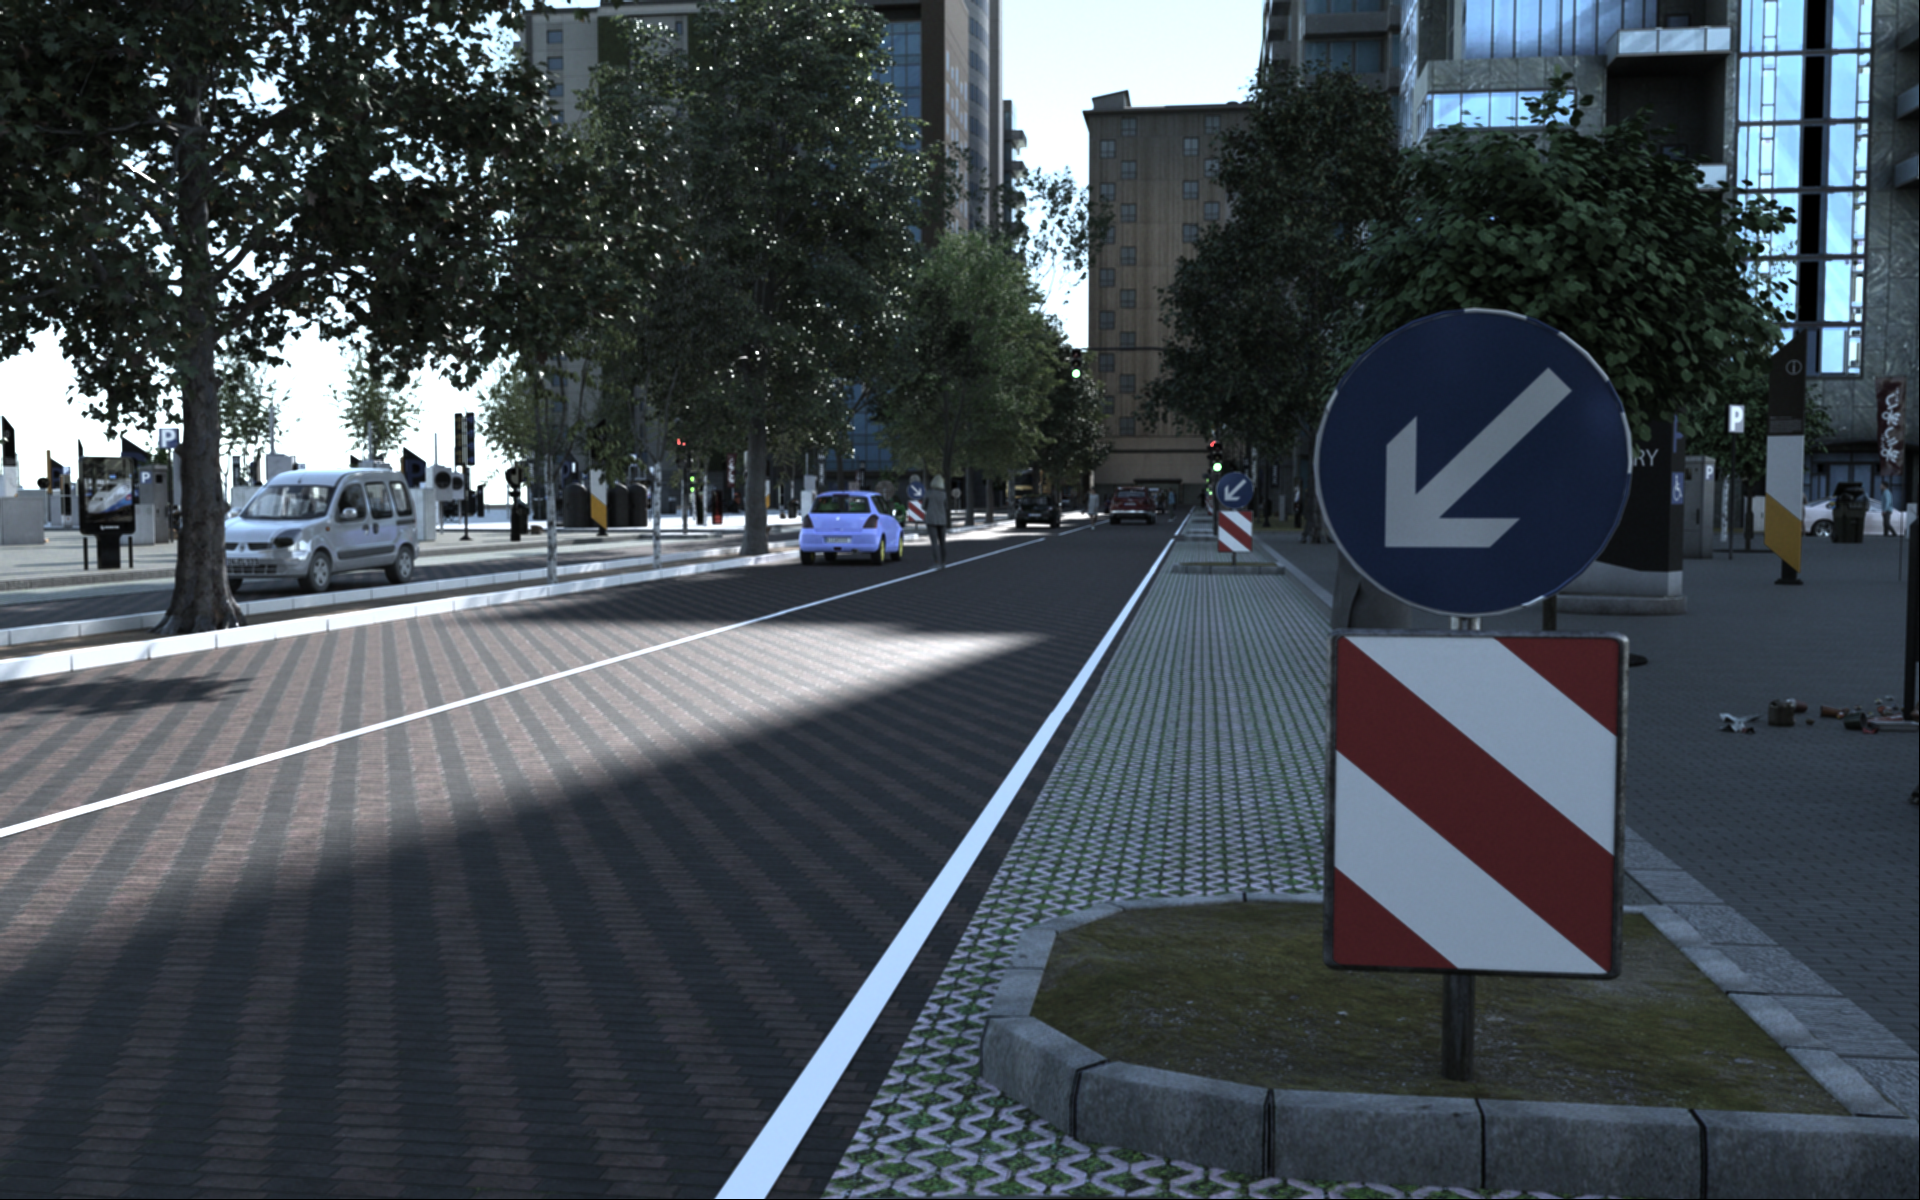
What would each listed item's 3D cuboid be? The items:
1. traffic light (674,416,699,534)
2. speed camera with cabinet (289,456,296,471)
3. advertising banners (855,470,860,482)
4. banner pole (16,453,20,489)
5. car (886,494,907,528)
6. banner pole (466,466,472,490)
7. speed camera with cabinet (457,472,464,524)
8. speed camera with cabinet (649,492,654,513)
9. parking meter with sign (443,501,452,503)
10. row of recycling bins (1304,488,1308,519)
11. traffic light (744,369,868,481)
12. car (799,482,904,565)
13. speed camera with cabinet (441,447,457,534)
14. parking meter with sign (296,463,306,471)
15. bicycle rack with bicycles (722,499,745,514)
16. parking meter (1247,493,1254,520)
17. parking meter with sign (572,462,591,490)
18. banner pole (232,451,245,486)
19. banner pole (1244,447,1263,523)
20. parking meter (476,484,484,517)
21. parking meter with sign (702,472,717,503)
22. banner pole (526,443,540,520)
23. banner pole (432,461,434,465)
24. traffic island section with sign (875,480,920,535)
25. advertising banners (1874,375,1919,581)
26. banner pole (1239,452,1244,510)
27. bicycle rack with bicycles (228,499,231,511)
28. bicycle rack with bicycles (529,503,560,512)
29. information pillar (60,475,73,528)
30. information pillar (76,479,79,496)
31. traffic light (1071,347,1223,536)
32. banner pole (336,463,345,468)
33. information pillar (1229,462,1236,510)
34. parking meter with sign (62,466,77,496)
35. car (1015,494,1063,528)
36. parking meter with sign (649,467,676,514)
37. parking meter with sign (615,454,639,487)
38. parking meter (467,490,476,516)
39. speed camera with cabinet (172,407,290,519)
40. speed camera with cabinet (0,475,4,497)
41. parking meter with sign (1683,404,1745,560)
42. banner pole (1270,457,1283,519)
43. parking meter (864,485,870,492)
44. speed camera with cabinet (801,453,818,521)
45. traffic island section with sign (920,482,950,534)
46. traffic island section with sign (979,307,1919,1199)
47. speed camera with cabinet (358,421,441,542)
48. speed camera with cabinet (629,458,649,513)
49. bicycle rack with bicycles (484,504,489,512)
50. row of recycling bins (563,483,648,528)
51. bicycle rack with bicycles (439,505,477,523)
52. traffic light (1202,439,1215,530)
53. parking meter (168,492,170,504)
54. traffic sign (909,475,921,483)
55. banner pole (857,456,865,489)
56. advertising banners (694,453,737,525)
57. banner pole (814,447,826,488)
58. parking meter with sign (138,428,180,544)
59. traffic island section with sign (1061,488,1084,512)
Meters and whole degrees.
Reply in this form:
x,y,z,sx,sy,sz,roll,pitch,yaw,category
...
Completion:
x,y,z,sx,sy,sz,roll,pitch,yaw,category
-8.846,-4.086,55.729,0.839,4.253,0.868,0,4,8,traffic light
-15.307,-2.726,38.904,0.660,3.252,2.038,-1,4,-16,speed camera with cabinet
-8.069,-7.904,125.417,2.074,3.025,0.090,1,4,17,advertising banners
-60.891,-7.443,111.714,0.863,3.779,0.401,2,4,23,banner pole
-3.225,-3.597,67.603,1.959,1.807,4.718,0,4,8,car
-39.802,-9.210,140.597,0.401,3.779,0.863,1,4,20,banner pole
-21.864,-4.793,72.695,2.038,3.252,0.660,-1,4,-21,speed camera with cabinet
-20.929,-7.491,116.818,0.660,3.252,2.038,2,4,27,speed camera with cabinet
-35.553,-7.453,118.122,1.738,3.016,0.543,-1,4,-22,parking meter with sign
18.184,-4.895,87.140,1.069,1.692,3.534,0,4,-5,row of recycling bins
-5.655,-5.426,63.383,4.771,5.953,1.251,0,4,8,traffic light
-2.219,-1.632,36.267,1.945,1.707,3.694,0,4,7,car
-17.157,-3.704,54.903,2.038,3.252,0.660,-3,5,-42,speed camera with cabinet
-37.485,-6.185,97.386,1.738,3.016,0.543,3,4,37,parking meter with sign
-14.406,-6.181,114.443,2.925,0.926,2.852,-1,4,-20,bicycle rack with bicycles
14.278,-4.857,85.123,0.255,1.863,0.399,0,4,-5,parking meter
-20.577,-6.108,96.125,1.738,3.016,0.543,-2,4,-31,parking meter with sign
-40.938,-6.632,98.448,0.863,3.779,0.401,-3,4,-36,banner pole
13.289,-5.368,77.776,0.401,3.779,0.863,-2,4,-24,banner pole
-27.042,-5.620,97.594,0.399,1.863,0.255,-1,4,-14,parking meter
-19.645,-8.609,137.017,1.738,3.016,0.543,2,4,27,parking meter with sign
-20.768,-5.779,84.508,0.863,3.779,0.401,-2,4,-29,banner pole
-39.162,-8.534,129.545,0.401,3.779,0.863,3,5,39,banner pole
-2.507,-2.880,55.217,2.006,1.907,1.989,0,4,8,traffic island section with sign
14.113,-1.765,25.039,0.090,3.025,2.074,-2,4,-25,advertising banners
16.868,-6.904,102.905,0.863,3.779,0.401,0,4,4,banner pole
-54.306,-7.100,129.462,2.852,0.926,2.925,0,4,5,bicycle rack with bicycles
-29.386,-6.848,125.351,2.925,0.926,2.852,1,4,12,bicycle rack with bicycles
-34.327,-3.794,66.521,0.304,2.012,0.304,3,5,43,information pillar
-41.737,-4.753,82.203,0.304,2.012,0.304,-3,4,-36,information pillar
5.821,-4.825,53.558,4.771,5.953,1.251,0,4,8,traffic light
-50.238,-9.214,140.659,0.863,3.779,0.401,-1,4,-22,banner pole
19.237,-8.003,122.205,0.504,3.616,0.183,0,4,7,information pillar
-55.014,-6.831,107.944,0.543,3.016,1.738,1,4,15,parking meter with sign
3.355,-3.936,74.141,2.009,1.686,4.222,0,4,7,car
-18.893,-6.973,110.262,0.543,3.016,1.738,3,5,44,parking meter with sign
-14.615,-4.787,74.526,0.543,3.016,1.738,2,4,33,parking meter with sign
-32.095,-6.468,114.155,0.372,1.533,0.369,0,3,0,parking meter
-14.783,-2.491,35.066,2.038,3.252,0.660,-1,4,-14,speed camera with cabinet
-45.021,-5.409,82.777,0.660,3.252,2.038,1,4,21,speed camera with cabinet
14.639,-2.341,34.544,0.543,3.016,1.738,-2,4,-35,parking meter with sign
16.523,-6.117,90.038,0.863,3.779,0.401,1,4,14,banner pole
-6.193,-6.703,115.297,0.399,1.863,0.255,-2,4,-27,parking meter
-7.184,-5.401,82.639,0.660,3.252,2.038,0,4,2,speed camera with cabinet
-1.470,-3.328,62.551,2.006,1.907,1.989,0,4,8,traffic island section with sign
1.094,0.253,4.493,1.989,1.847,2.006,0,4,8,traffic island section with sign
-15.341,-3.234,47.209,2.038,3.252,0.660,1,4,15,speed camera with cabinet
-18.275,-6.155,94.973,2.038,3.252,0.660,-1,4,-9,speed camera with cabinet
-34.085,-6.561,120.653,2.852,0.926,2.925,-2,4,-34,bicycle rack with bicycles
-13.598,-3.646,66.719,3.534,1.692,1.069,-3,5,-43,row of recycling bins
-23.982,-4.008,78.916,2.925,0.926,2.852,1,4,13,bicycle rack with bicycles
9.012,-4.428,61.317,0.839,4.253,0.868,0,4,8,traffic light
-53.088,-6.746,116.007,0.399,1.863,0.255,3,5,42,parking meter
-2.941,-6.881,112.616,0.768,2.556,0.104,1,4,15,traffic sign
-6.570,-7.615,114.521,0.863,3.779,0.401,-3,5,-43,banner pole
-10.279,-4.703,73.086,2.074,3.025,0.090,-3,4,-38,advertising banners
-6.900,-5.794,84.746,0.863,3.779,0.401,2,4,28,banner pole
-20.876,-2.967,44.769,0.543,3.016,1.738,0,4,7,parking meter with sign
8.939,-7.880,136.968,2.006,1.907,1.989,0,4,8,traffic island section with sign
